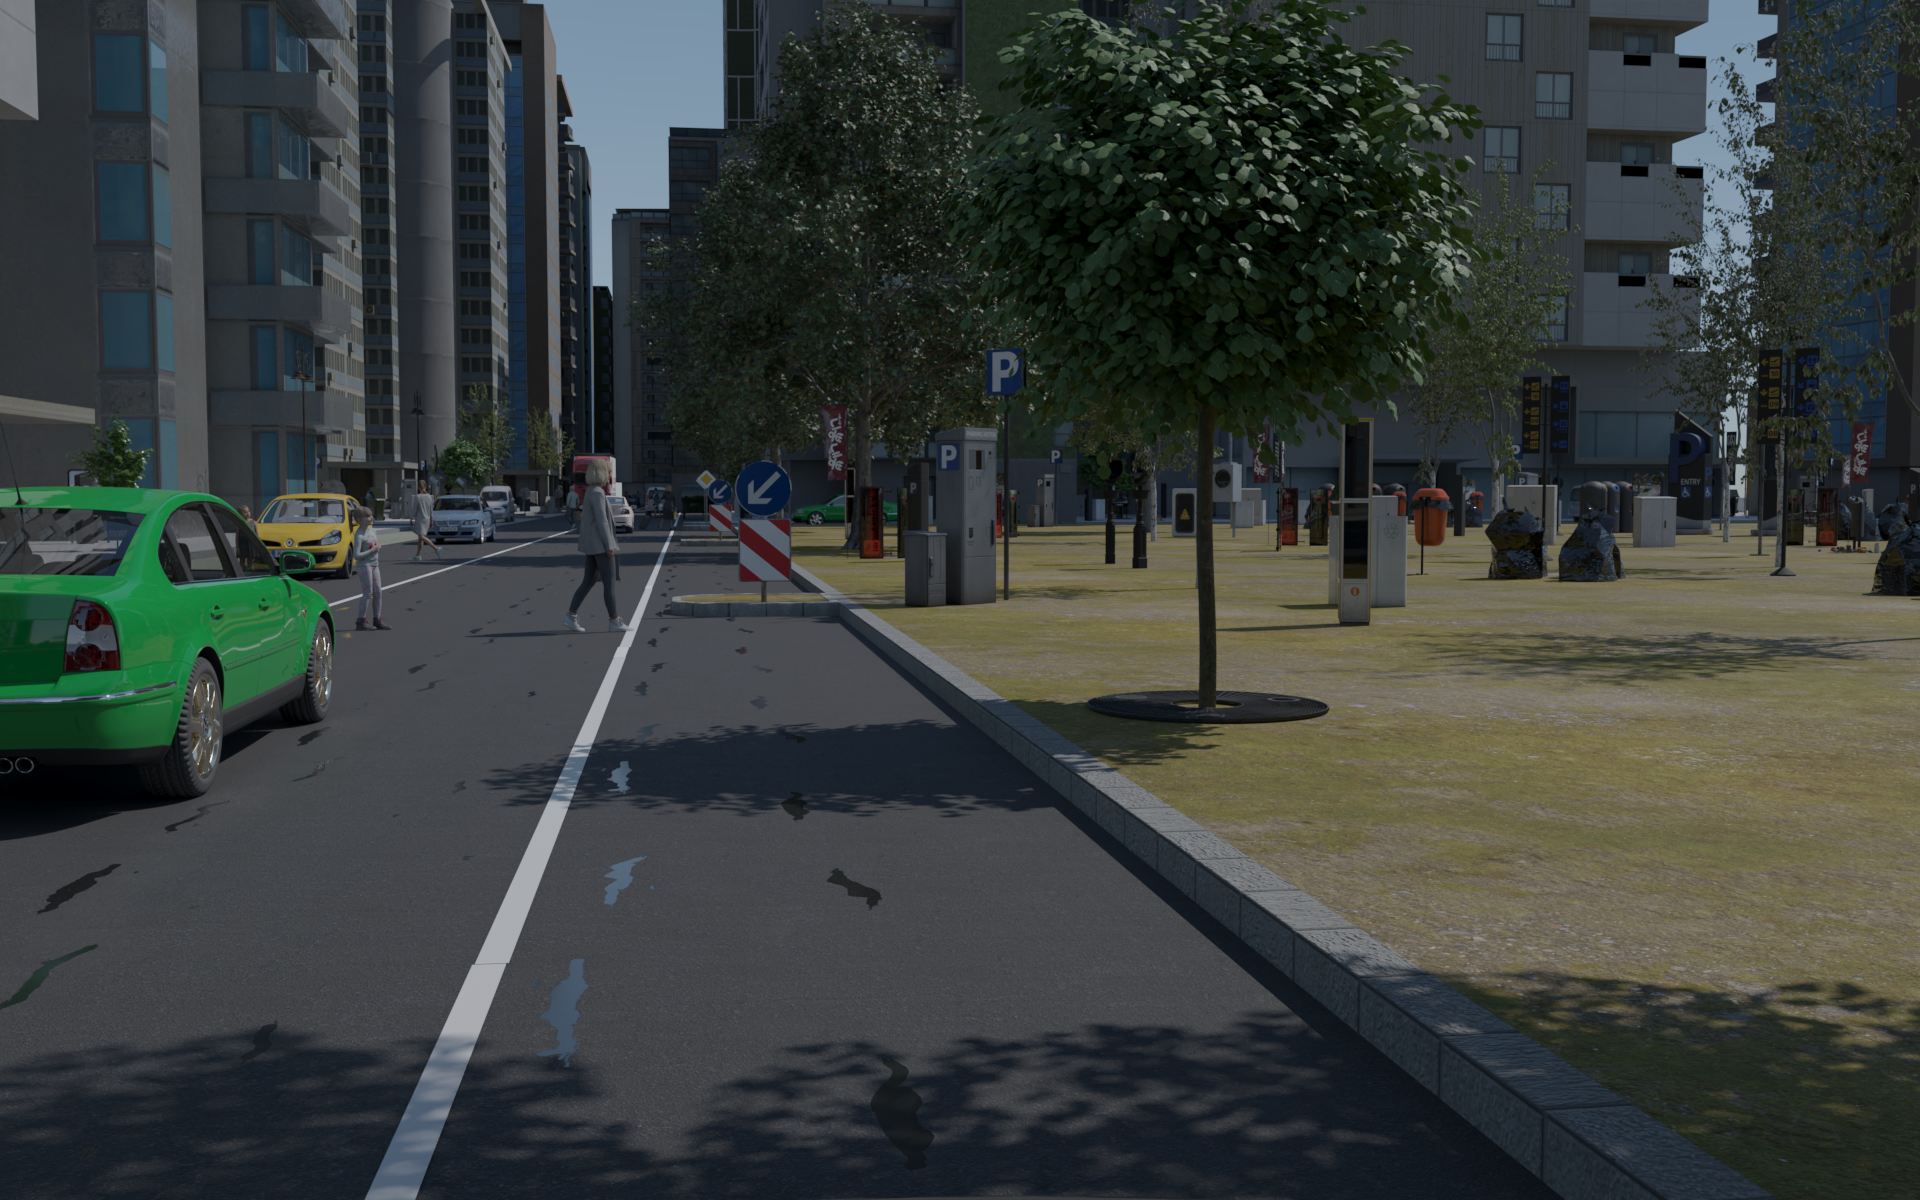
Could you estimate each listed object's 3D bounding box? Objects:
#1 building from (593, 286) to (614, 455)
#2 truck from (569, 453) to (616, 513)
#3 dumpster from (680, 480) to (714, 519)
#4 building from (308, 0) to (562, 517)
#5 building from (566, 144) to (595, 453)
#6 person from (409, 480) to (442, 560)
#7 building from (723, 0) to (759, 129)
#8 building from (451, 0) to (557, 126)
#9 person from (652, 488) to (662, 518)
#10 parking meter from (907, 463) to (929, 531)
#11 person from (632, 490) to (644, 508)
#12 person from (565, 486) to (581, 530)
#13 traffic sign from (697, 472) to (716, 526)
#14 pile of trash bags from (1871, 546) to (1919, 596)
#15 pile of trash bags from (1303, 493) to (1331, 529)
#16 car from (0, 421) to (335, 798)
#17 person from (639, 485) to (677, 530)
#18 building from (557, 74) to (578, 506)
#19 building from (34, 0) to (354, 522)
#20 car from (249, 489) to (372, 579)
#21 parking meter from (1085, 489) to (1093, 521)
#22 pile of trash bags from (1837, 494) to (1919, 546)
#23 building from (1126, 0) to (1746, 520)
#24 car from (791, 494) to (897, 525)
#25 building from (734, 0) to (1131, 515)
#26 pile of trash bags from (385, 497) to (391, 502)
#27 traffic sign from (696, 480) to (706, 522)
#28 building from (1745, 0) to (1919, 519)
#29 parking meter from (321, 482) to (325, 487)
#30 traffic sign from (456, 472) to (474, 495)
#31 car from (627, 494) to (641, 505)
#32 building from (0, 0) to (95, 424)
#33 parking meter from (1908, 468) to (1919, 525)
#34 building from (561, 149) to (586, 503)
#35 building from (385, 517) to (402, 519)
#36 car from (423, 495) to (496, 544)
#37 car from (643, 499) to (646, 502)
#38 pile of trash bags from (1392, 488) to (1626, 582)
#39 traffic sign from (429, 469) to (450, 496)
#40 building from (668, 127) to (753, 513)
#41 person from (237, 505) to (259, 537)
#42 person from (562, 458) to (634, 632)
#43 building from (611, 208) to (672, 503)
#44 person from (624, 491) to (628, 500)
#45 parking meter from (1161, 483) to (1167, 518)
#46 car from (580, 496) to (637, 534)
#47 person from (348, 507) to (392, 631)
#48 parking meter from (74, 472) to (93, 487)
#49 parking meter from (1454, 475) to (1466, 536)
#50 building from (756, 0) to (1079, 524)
[{"bbox_3d":[-55.031,-28.594,239.211,14.107,30.474,14.160,-1,4,-9],"label":"building"},{"bbox_3d":[-25.547,-8.081,121.037,2.839,4.237,11.283,-1,4,-9],"label":"truck"},{"bbox_3d":[-14.950,-5.744,98.868,1.985,2.255,1.502,-1,4,-9],"label":"dumpster"},{"bbox_3d":[-46.294,-26.563,126.190,32.217,40.220,23.993,-1,4,-9],"label":"building"},{"bbox_3d":[-53.606,-34.686,217.225,14.200,45.320,14.600,-1,4,-9],"label":"building"},{"bbox_3d":[-11.530,-1.717,37.325,0.760,1.731,0.466,0,4,1],"label":"person"},{"bbox_3d":[-21.376,-47.699,218.133,20.563,71.187,20.611,-1,4,-9],"label":"building"},{"bbox_3d":[-43.673,-30.938,155.949,14.600,45.320,14.200,-1,4,-9],"label":"building"},{"bbox_3d":[-18.243,-5.855,104.255,0.654,1.822,0.581,0,4,-8],"label":"person"},{"bbox_3d":[-0.803,-1.666,32.949,0.255,1.863,0.399,-3,5,-43],"label":"parking meter"},{"bbox_3d":[-32.918,-10.314,177.221,1.350,1.814,0.705,-1,4,-18],"label":"person"},{"bbox_3d":[-15.626,-3.739,70.116,0.515,1.767,0.782,2,4,27],"label":"person"},{"bbox_3d":[-10.307,-4.085,70.436,0.795,2.450,0.064,-1,4,-9],"label":"traffic sign"},{"bbox_3d":[13.505,-0.732,21.714,3.447,1.369,1.912,0,3,0],"label":"pile of trash bags"},{"bbox_3d":[13.541,-3.292,63.570,1.912,1.369,3.447,1,4,12],"label":"pile of trash bags"},{"bbox_3d":[-4.656,-0.037,9.396,1.959,1.807,4.718,-1,4,-9],"label":"car"},{"bbox_3d":[-12.096,-3.725,69.622,1.509,1.804,0.699,1,4,12],"label":"person"},{"bbox_3d":[-50.901,-31.925,176.591,22.147,44.769,28.867,-1,4,-9],"label":"building"},{"bbox_3d":[-36.287,-26.596,54.451,30.456,49.044,23.786,-1,4,-9],"label":"building"},{"bbox_3d":[-11.341,-1.227,30.286,2.015,1.641,3.980,-1,4,-10],"label":"car"},{"bbox_3d":[6.550,-4.874,88.099,0.372,1.533,0.369,0,3,0],"label":"parking meter"},{"bbox_3d":[25.140,-2.291,47.207,1.912,1.369,3.447,-1,4,-10],"label":"pile of trash bags"},{"bbox_3d":[24.443,-31.077,97.340,27.495,52.752,28.713,-1,4,-9],"label":"building"},{"bbox_3d":[-4.972,-4.075,75.417,4.718,1.807,1.959,-1,4,-10],"label":"car"},{"bbox_3d":[1.221,-25.902,115.381,32.217,40.220,23.993,-1,4,-9],"label":"building"},{"bbox_3d":[-37.245,-6.420,114.716,3.447,1.369,1.912,-3,4,-36],"label":"pile of trash bags"},{"bbox_3d":[-11.546,-4.568,78.325,0.795,2.450,0.064,-1,4,-9],"label":"traffic sign"},{"bbox_3d":[54.119,-27.182,94.533,14.200,45.320,14.600,-1,4,-9],"label":"building"},{"bbox_3d":[-31.123,-4.842,84.883,0.255,1.863,0.399,-3,5,-41],"label":"parking meter"},{"bbox_3d":[-21.917,-4.470,76.723,0.795,2.450,0.064,-1,4,-9],"label":"traffic sign"},{"bbox_3d":[-42.534,-13.051,225.384,2.014,1.417,4.499,0,4,-7],"label":"car"},{"bbox_3d":[-29.754,-26.373,20.435,28.713,52.752,27.495,-1,4,-9],"label":"building"},{"bbox_3d":[21.457,-2.023,38.779,0.255,1.863,0.399,0,4,-4],"label":"parking meter"},{"bbox_3d":[-50.815,-31.545,199.361,14.154,41.232,14.086,-1,4,-9],"label":"building"},{"bbox_3d":[-46.401,-24.585,93.851,32.217,40.220,23.993,-1,4,-9],"label":"building"},{"bbox_3d":[-14.724,-2.379,50.903,2.014,1.417,4.499,0,4,-8],"label":"car"},{"bbox_3d":[-29.644,-9.482,167.615,1.945,1.354,3.894,-1,4,-11],"label":"car"},{"bbox_3d":[8.569,-1.043,26.801,3.447,1.369,1.912,3,5,41],"label":"pile of trash bags"},{"bbox_3d":[-20.678,-3.987,68.834,0.795,2.450,0.064,-1,4,-9],"label":"traffic sign"},{"bbox_3d":[-16.327,-22.551,140.407,14.160,30.474,14.107,-1,4,-9],"label":"building"},{"bbox_3d":[-11.158,-0.854,27.130,0.362,1.253,0.373,-2,4,-31],"label":"person"},{"bbox_3d":[-3.791,-0.572,18.036,0.728,1.800,0.709,-1,4,-20],"label":"person"},{"bbox_3d":[-41.100,-34.094,241.033,14.086,41.232,14.154,-1,4,-9],"label":"building"},{"bbox_3d":[-32.800,-9.812,169.648,0.721,1.743,1.217,-3,5,-39],"label":"person"},{"bbox_3d":[10.862,-5.299,92.348,0.255,1.863,0.399,1,4,17],"label":"parking meter"},{"bbox_3d":[-13.035,-3.166,64.131,2.083,1.381,4.827,-1,4,-10],"label":"car"},{"bbox_3d":[-6.197,-0.333,18.216,0.394,1.301,0.425,0,4,-3],"label":"person"},{"bbox_3d":[-22.501,-2.371,44.475,0.255,1.863,0.399,2,4,32],"label":"parking meter"},{"bbox_3d":[15.201,-2.872,52.675,0.255,1.863,0.399,2,4,33],"label":"parking meter"},{"bbox_3d":[-2.526,-24.481,83.855,14.086,41.232,14.154,-1,4,-9],"label":"building"}]
